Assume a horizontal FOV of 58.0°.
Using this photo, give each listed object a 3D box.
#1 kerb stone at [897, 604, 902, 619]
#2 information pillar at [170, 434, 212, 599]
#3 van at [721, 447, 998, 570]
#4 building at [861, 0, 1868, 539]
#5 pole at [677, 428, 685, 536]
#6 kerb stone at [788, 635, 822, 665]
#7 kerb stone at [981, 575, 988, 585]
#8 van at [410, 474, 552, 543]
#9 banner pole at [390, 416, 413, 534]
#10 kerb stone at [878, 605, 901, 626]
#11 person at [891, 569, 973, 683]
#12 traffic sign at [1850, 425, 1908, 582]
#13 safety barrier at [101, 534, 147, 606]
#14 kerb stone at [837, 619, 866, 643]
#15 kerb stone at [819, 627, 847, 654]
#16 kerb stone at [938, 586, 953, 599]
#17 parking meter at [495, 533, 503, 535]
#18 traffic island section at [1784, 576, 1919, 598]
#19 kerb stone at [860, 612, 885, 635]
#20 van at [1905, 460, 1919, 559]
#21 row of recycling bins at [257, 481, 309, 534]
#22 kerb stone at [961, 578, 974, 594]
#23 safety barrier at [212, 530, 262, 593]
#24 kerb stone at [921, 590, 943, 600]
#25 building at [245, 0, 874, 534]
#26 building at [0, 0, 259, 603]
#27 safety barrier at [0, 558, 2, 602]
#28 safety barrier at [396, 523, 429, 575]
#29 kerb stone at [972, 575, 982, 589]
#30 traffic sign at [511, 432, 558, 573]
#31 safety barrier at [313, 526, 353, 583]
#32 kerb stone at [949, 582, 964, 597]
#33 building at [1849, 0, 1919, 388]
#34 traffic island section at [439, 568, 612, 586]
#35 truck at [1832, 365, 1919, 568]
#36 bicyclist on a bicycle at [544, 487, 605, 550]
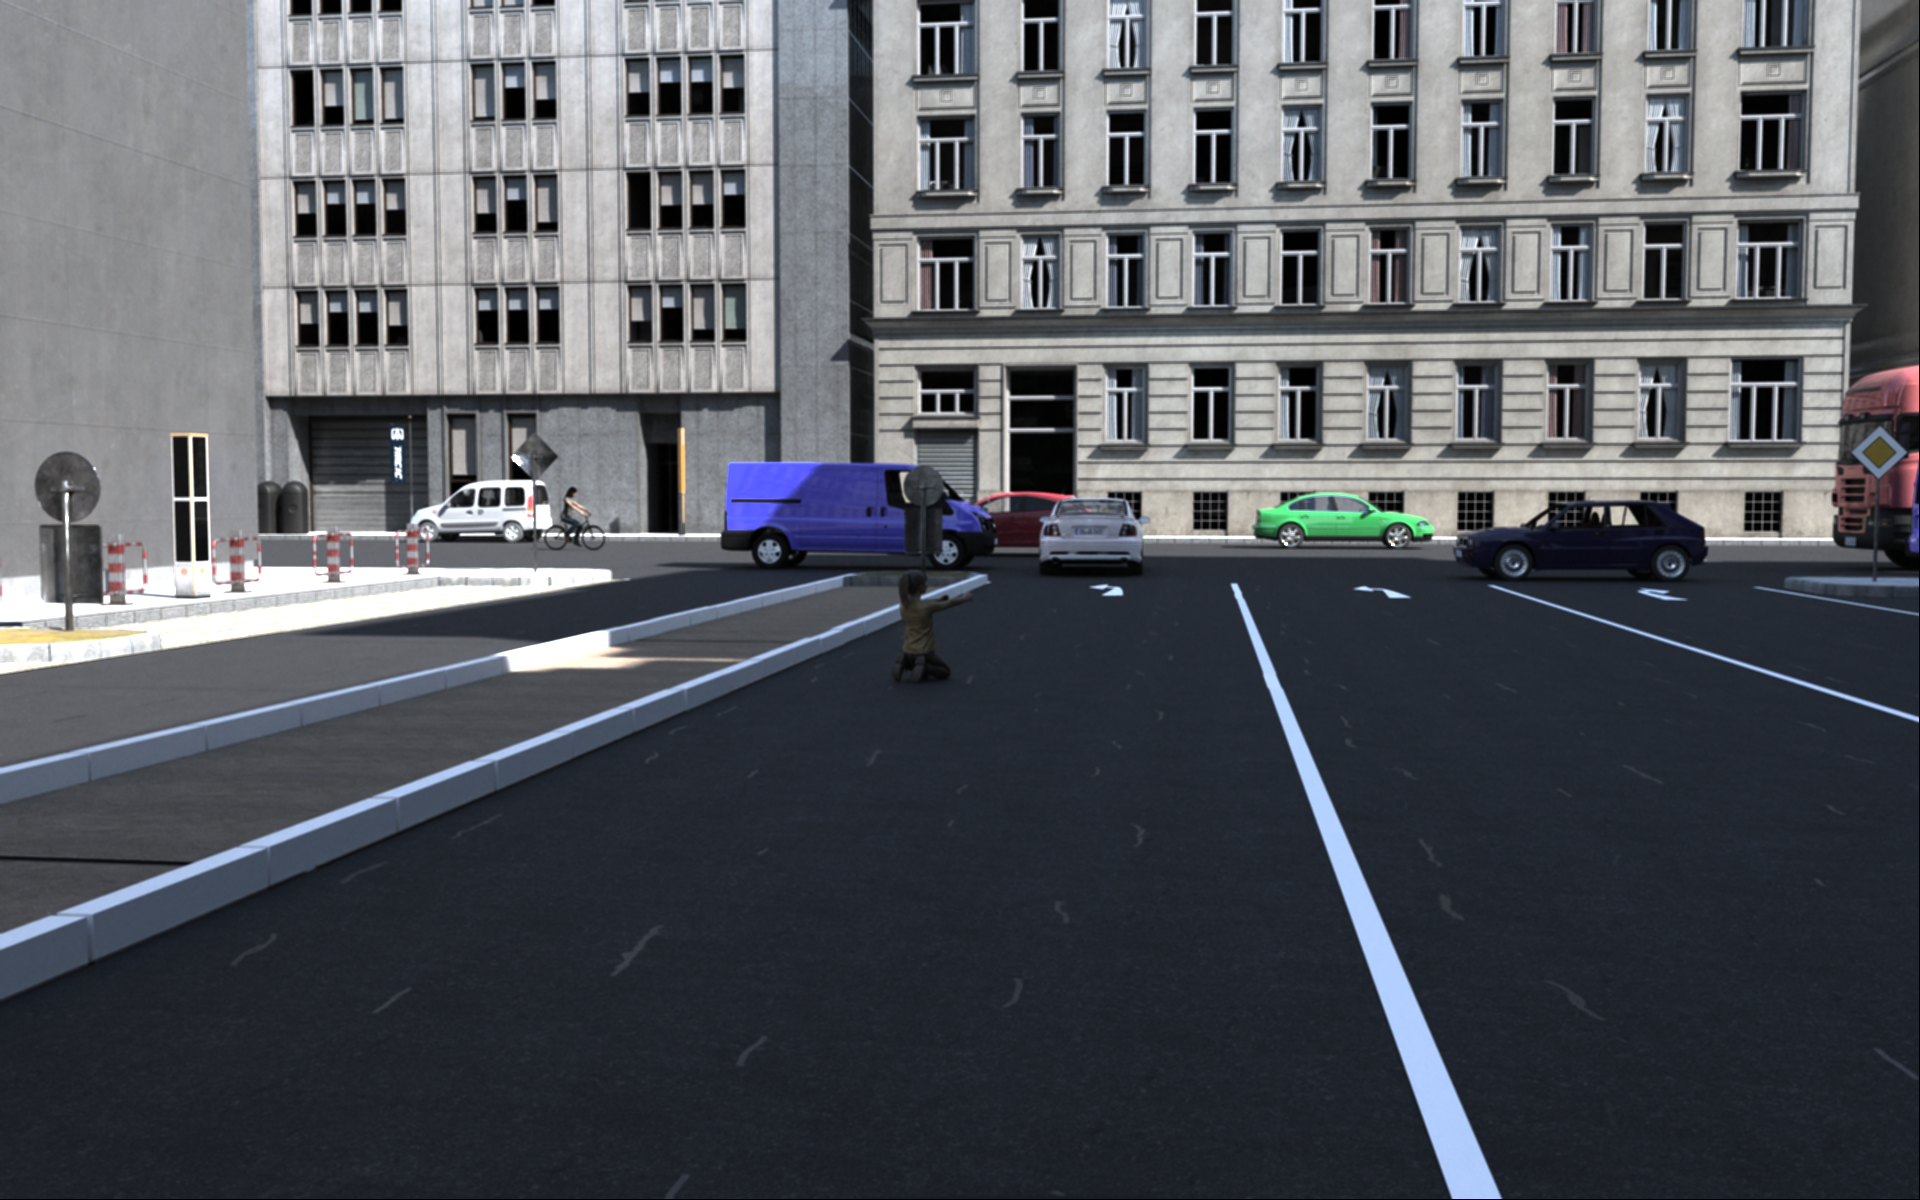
[{"bbox_3d":[-0.675,0.131,20.049,0.120,0.150,1.000,0,4,8],"label":"kerb stone"},{"bbox_3d":[-9.422,-1.023,21.226,0.304,2.012,0.304,1,4,18],"label":"information pillar"},{"bbox_3d":[-1.891,-1.786,33.593,5.245,2.365,2.240,0,4,7],"label":"van"},{"bbox_3d":[12.396,-13.762,58.296,30.059,22.955,16.112,0,4,8],"label":"building"},{"bbox_3d":[-8.607,-3.649,53.506,0.158,3.312,0.155,0,3,0],"label":"pole"},{"bbox_3d":[-1.378,0.443,14.953,0.120,0.150,1.000,0,4,8],"label":"kerb stone"},{"bbox_3d":[0.315,-0.302,27.206,0.120,0.150,1.000,0,4,8],"label":"kerb stone"},{"bbox_3d":[-14.417,-2.750,51.969,4.112,2.044,2.013,1,4,8],"label":"van"},{"bbox_3d":[-17.736,-3.986,55.194,0.863,3.779,0.401,-2,4,-30],"label":"banner pole"},{"bbox_3d":[-0.816,0.194,19.026,0.120,0.150,1.000,0,4,8],"label":"kerb stone"},{"bbox_3d":[-0.232,0.186,13.380,0.347,0.859,0.695,3,4,38],"label":"person"},{"bbox_3d":[13.395,-1.325,25.308,0.795,2.450,0.064,0,4,8],"label":"traffic sign"},{"bbox_3d":[-9.702,-0.346,19.929,0.300,0.817,1.120,0,4,8],"label":"safety barrier"},{"bbox_3d":[-1.103,0.318,16.994,0.120,0.150,1.000,0,4,8],"label":"kerb stone"},{"bbox_3d":[-1.229,0.391,15.975,0.120,0.150,1.000,0,4,8],"label":"kerb stone"},{"bbox_3d":[-0.252,-0.056,23.115,0.120,0.150,1.000,0,4,8],"label":"kerb stone"},{"bbox_3d":[-14.333,-2.790,54.032,0.372,1.533,0.369,0,3,0],"label":"parking meter"},{"bbox_3d":[13.419,-0.190,25.382,2.009,0.180,2.903,0,4,8],"label":"traffic island section"},{"bbox_3d":[-0.951,0.256,18.010,0.120,0.150,1.000,0,4,8],"label":"kerb stone"},{"bbox_3d":[18.388,-1.442,27.965,5.245,2.365,2.240,0,4,6],"label":"van"},{"bbox_3d":[-22.594,-2.986,55.927,3.534,1.692,1.069,1,4,19],"label":"row of recycling bins"},{"bbox_3d":[0.039,-0.181,25.164,0.120,0.150,1.000,0,4,8],"label":"kerb stone"},{"bbox_3d":[-9.357,-0.498,22.423,0.300,0.817,1.120,0,4,8],"label":"safety barrier"},{"bbox_3d":[-0.387,0.007,22.084,0.120,0.150,1.000,0,4,8],"label":"kerb stone"},{"bbox_3d":[-12.482,-14.849,60.805,19.932,24.808,12.078,0,4,8],"label":"building"},{"bbox_3d":[-26.065,-12.409,21.958,30.058,24.678,14.314,0,4,8],"label":"building"},{"bbox_3d":[-10.045,-0.193,17.435,0.300,0.817,1.120,0,4,8],"label":"safety barrier"},{"bbox_3d":[-8.667,-0.805,27.430,0.300,0.817,1.120,0,4,8],"label":"safety barrier"},{"bbox_3d":[0.175,-0.240,26.190,0.120,0.150,1.000,0,4,8],"label":"kerb stone"},{"bbox_3d":[-6.905,-1.497,28.121,0.795,2.450,0.064,0,4,8],"label":"traffic sign"},{"bbox_3d":[-9.012,-0.651,24.917,0.300,0.817,1.120,0,4,8],"label":"safety barrier"},{"bbox_3d":[-0.110,-0.119,24.138,0.120,0.150,1.000,0,4,8],"label":"kerb stone"},{"bbox_3d":[38.337,-13.285,53.374,21.152,22.565,11.583,0,4,8],"label":"building"},{"bbox_3d":[-6.929,-0.361,28.186,2.009,0.180,2.903,0,4,8],"label":"traffic island section"},{"bbox_3d":[21.873,-2.654,32.306,11.283,4.237,2.839,0,4,7],"label":"truck"},{"bbox_3d":[-9.857,-2.096,44.295,1.625,1.676,1.499,0,4,7],"label":"bicyclist on a bicycle"}]
